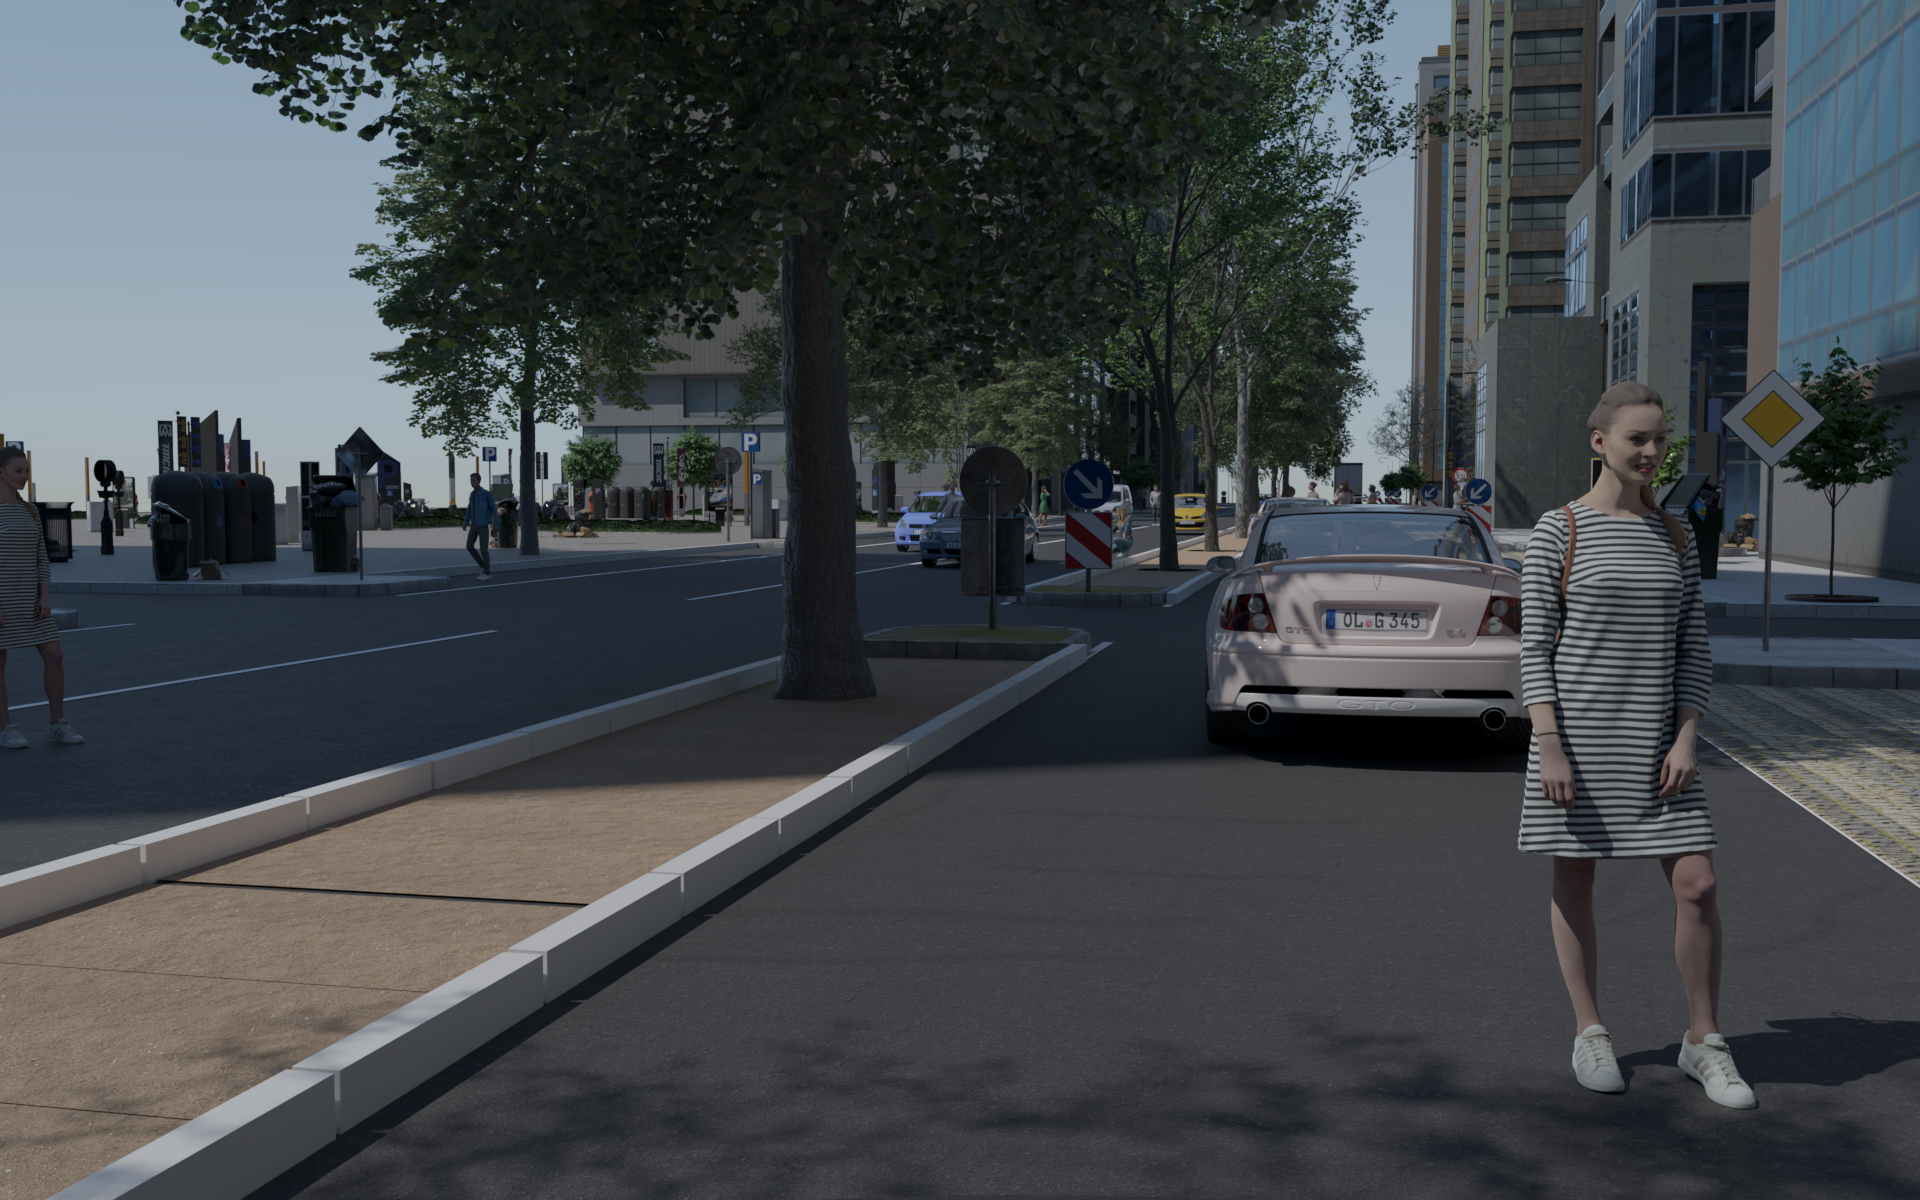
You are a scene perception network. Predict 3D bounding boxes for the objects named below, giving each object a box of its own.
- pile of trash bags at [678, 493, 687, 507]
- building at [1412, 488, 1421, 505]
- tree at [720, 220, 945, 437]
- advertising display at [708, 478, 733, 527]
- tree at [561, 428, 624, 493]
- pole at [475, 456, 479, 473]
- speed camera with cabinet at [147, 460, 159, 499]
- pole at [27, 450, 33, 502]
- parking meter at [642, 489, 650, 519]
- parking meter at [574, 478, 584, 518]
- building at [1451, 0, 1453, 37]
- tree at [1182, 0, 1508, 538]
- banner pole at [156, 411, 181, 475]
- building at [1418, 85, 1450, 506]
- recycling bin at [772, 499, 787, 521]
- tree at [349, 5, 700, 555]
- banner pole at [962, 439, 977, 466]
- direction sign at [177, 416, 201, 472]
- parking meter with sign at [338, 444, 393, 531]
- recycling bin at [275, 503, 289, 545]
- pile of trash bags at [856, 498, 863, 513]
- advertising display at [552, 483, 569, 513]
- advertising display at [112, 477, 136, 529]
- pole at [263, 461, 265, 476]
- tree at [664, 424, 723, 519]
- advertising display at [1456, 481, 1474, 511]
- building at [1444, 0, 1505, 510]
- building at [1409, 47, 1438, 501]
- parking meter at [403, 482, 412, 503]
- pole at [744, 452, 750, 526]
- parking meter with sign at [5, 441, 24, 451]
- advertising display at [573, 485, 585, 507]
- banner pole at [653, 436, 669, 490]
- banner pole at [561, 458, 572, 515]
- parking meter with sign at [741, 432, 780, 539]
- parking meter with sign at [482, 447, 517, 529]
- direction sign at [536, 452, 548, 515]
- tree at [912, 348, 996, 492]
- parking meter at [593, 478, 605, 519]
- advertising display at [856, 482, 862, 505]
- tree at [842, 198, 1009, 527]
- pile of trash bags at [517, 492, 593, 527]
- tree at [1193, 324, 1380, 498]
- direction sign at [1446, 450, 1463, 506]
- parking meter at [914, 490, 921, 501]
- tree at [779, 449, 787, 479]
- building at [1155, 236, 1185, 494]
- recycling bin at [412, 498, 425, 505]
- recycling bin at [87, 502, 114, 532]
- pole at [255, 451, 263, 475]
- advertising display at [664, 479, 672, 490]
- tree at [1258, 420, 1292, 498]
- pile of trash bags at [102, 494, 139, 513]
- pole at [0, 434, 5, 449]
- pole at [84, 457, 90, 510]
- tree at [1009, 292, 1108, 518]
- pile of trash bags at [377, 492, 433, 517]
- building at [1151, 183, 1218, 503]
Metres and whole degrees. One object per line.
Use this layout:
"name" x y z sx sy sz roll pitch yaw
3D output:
"pile of trash bags" -18.121 -5.784 104.326 3.447 1.369 1.912 0 4 3
"building" 70.882 -31.488 206.716 32.217 40.220 23.993 1 4 13
"tree" -4.384 -7.470 56.554 7.601 10.594 8.767 1 4 21
"advertising display" -9.474 -3.866 68.421 0.974 1.923 0.123 0 4 -1
"tree" -18.333 -6.265 86.141 4.285 4.588 4.351 0 3 0
"pole" -25.901 -6.066 93.016 0.158 3.312 0.155 0 3 0
"speed camera with cabinet" -38.947 -5.557 85.197 0.660 3.252 2.038 1 4 21
"pole" -43.277 -5.306 80.599 0.158 3.312 0.155 0 3 0
"parking meter" -15.709 -4.790 86.719 0.372 1.533 0.369 0 3 0
"parking meter" -13.392 -3.375 60.896 0.255 1.863 0.399 0 4 6
"building" 53.033 -37.155 149.477 21.231 58.520 28.212 1 4 13
"tree" 10.085 -11.974 54.120 12.611 20.169 13.585 0 3 0
"banner pole" -23.626 -3.786 51.921 0.401 3.779 0.863 3 5 39
"building" 57.900 -33.014 189.896 14.600 45.320 14.200 1 4 13
"recycling bin" -8.685 -4.316 83.116 0.722 1.027 0.722 3 5 42
"tree" -8.740 -7.214 36.080 7.486 12.596 7.792 0 3 0
"banner pole" 0.361 -5.415 78.556 0.863 3.779 0.401 1 4 12
"direction sign" -22.485 -3.583 50.573 0.379 3.537 0.876 1 4 19
"parking meter with sign" -20.828 -3.944 60.740 1.738 3.016 0.543 0 4 -3
"recycling bin" -17.447 -1.913 43.838 0.722 1.027 0.722 -2 4 -31
"pile of trash bags" -6.166 -4.583 84.689 1.912 1.369 3.447 -3 5 -40
"advertising display" -23.937 -6.033 103.852 0.974 1.923 0.123 0 4 5
"advertising display" -31.019 -3.613 64.279 0.974 1.923 0.123 1 4 19
"pole" -42.968 -6.919 106.966 0.158 3.312 0.155 0 3 0
"tree" -12.233 -5.889 80.003 4.285 4.588 4.351 0 3 0
"advertising display" 24.066 -4.717 82.340 0.974 1.923 0.123 0 4 3
"building" 43.937 -27.316 130.213 14.154 41.232 14.086 1 4 13
"building" 71.686 -42.257 232.898 21.231 58.520 28.212 1 4 13
"parking meter" -26.416 -4.719 82.864 0.399 1.863 0.255 -1 4 -12
"pole" -8.612 -4.654 69.941 0.158 3.312 0.155 0 3 0
"parking meter with sign" -30.942 -3.662 56.129 0.543 3.016 1.738 0 4 -7
"advertising display" -20.558 -5.398 93.470 0.123 1.923 0.974 1 4 22
"banner pole" -12.881 -5.199 75.013 0.863 3.779 0.401 -1 4 -12
"banner pole" -23.959 -7.073 105.666 0.863 3.779 0.401 -3 4 -36
"parking meter with sign" -5.694 -3.278 49.862 0.543 3.016 1.738 1 4 16
"parking meter with sign" -16.727 -4.091 63.151 0.543 3.016 1.738 -3 5 -43
"direction sign" -22.412 -6.173 92.922 0.379 3.537 0.876 2 4 32
"tree" -0.405 -8.329 86.536 4.737 8.622 4.395 0 3 0
"parking meter" -13.249 -3.540 63.591 0.399 1.863 0.255 0 4 2
"advertising display" -5.281 -5.100 88.600 0.123 1.923 0.974 1 4 20
"tree" -3.228 -9.099 66.901 7.486 12.596 7.792 0 3 0
"pile of trash bags" -15.891 -3.608 68.742 3.447 1.369 1.912 -1 4 -19
"tree" 17.431 -10.575 92.373 9.611 12.733 9.660 0 3 0
"direction sign" 25.432 -5.940 89.108 0.876 3.537 0.379 -1 4 -8
"parking meter" -2.460 -5.592 99.843 0.372 1.533 0.369 0 3 0
"tree" -7.640 -6.416 88.620 4.285 4.588 4.351 0 3 0
"building" 17.280 -25.686 191.662 14.160 30.474 14.107 1 4 13
"recycling bin" -31.918 -5.459 101.815 0.722 1.027 0.722 0 4 6
"recycling bin" -29.023 -2.808 58.459 0.722 1.027 0.722 -2 4 -34
"pole" -33.448 -5.420 82.459 0.158 3.312 0.155 0 3 0
"advertising display" -12.901 -4.363 76.546 0.123 1.923 0.974 0 4 5
"tree" 15.493 -8.047 84.392 4.737 8.622 4.395 0 3 0
"pile of trash bags" -51.574 -5.931 106.728 3.447 1.369 1.912 3 5 40
"pole" -32.253 -3.948 58.392 0.158 3.312 0.155 0 3 0
"pole" -48.099 -6.216 95.477 0.158 3.312 0.155 0 3 0
"tree" 4.101 -10.709 93.222 7.486 12.596 7.792 0 3 0
"pile of trash bags" -23.091 -3.735 70.811 1.912 1.369 3.447 1 4 16
"building" 24.365 -42.690 239.981 21.231 58.520 28.212 1 4 13
